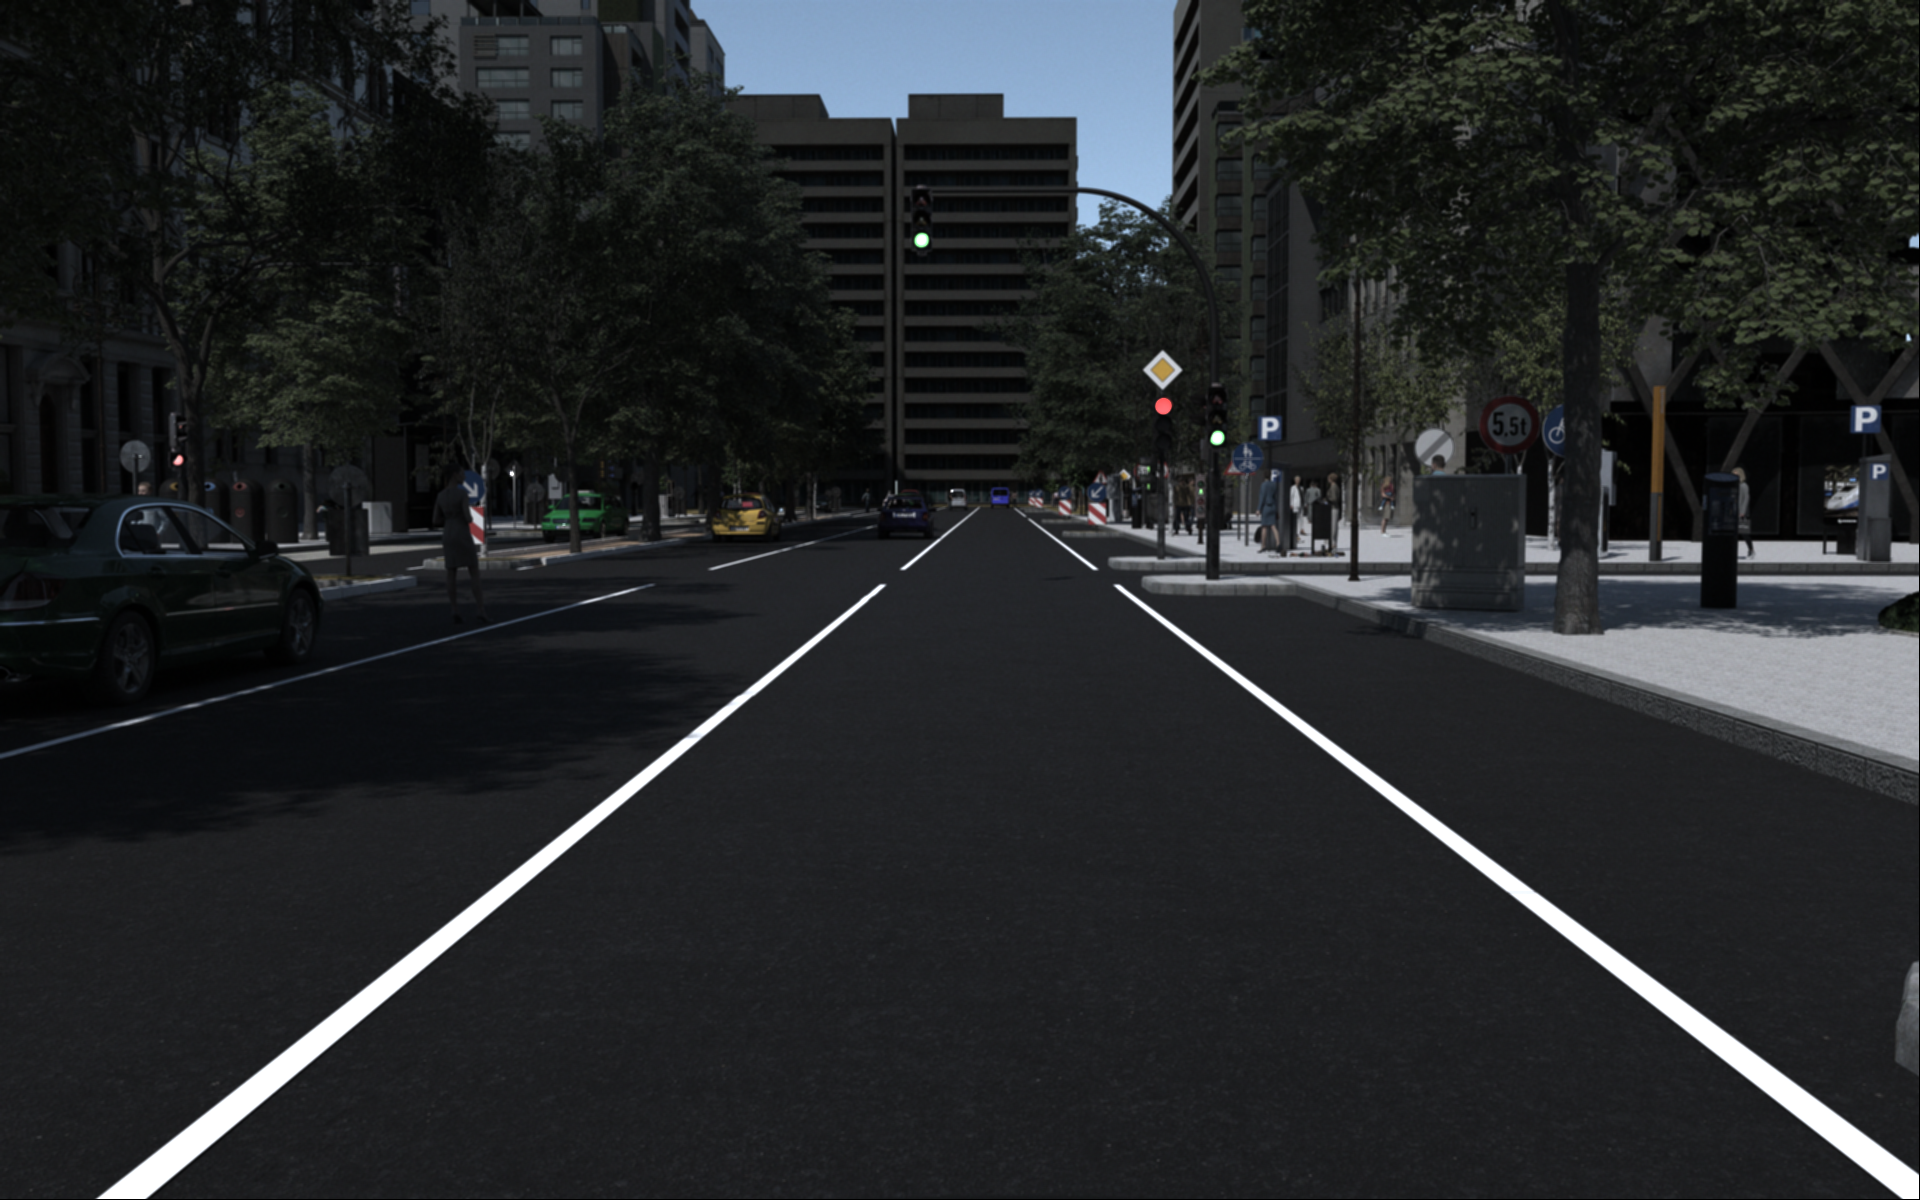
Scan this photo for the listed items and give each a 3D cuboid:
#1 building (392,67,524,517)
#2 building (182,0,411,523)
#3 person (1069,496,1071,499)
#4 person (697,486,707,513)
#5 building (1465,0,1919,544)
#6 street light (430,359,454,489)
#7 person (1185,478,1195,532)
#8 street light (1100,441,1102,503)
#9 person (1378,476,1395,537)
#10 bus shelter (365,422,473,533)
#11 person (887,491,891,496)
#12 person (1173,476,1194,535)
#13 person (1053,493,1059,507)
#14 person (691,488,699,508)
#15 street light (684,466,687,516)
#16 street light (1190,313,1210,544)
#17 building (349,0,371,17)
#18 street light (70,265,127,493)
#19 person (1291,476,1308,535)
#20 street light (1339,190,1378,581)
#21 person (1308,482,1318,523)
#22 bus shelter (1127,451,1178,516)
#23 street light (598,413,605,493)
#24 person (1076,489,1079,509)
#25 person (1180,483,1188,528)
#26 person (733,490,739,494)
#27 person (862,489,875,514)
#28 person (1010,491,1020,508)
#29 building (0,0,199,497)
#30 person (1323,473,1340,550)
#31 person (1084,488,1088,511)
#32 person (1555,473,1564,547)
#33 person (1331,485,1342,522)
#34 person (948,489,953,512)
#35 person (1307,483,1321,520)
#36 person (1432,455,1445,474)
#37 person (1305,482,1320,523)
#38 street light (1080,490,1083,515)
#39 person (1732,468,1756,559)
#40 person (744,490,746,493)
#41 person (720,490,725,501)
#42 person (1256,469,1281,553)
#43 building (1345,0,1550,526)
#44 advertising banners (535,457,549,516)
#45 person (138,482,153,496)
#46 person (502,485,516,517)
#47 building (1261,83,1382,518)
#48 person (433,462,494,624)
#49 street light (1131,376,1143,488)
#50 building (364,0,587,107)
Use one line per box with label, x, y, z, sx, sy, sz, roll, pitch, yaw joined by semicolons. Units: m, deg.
building;-32.941;-16.378;97.453;12.332;23.373;15.834;0;4;1
building;-35.025;-17.726;77.207;14.401;28.519;23.554;0;4;1
person;12.421;-11.090;190.371;0.990;1.755;0.434;0;4;2
person;-16.353;-6.458;111.654;1.348;1.821;0.705;1;4;9
building;25.935;-11.283;51.922;16.811;18.784;16.820;0;4;1
street light;-16.930;-5.149;56.982;0.468;5.910;1.993;0;4;1
person;7.866;-3.252;59.129;0.656;1.842;0.836;1;4;9
street light;7.100;-6.994;87.133;0.468;5.910;1.993;0;4;1
person;12.747;-2.794;51.699;0.573;1.828;0.580;-1;4;-15
bus shelter;-18.474;-4.169;59.444;1.731;3.624;6.357;0;4;1
person;-6.699;-9.635;166.770;0.721;1.736;1.217;2;4;32
person;7.019;-2.964;54.416;0.656;1.842;0.836;-2;4;-31
person;9.571;-10.103;172.172;0.756;1.711;0.436;2;4;35
person;-24.820;-9.632;163.550;1.348;1.821;0.705;-2;4;-34
street light;-16.033;-7.847;101.084;0.468;5.910;1.993;0;4;1
street light;6.181;-4.375;44.317;0.468;5.910;1.993;0;4;1
building;-64.683;-44.347;163.322;20.611;71.187;20.563;0;4;1
street light;-17.390;-3.810;35.075;0.468;5.910;1.993;0;4;1
person;10.471;-2.942;54.028;0.818;1.842;0.514;2;4;32
street light;5.823;-3.219;25.415;0.468;5.910;1.993;0;4;1
person;15.627;-4.308;76.658;0.511;1.800;0.466;-1;4;-16
bus shelter;9.045;-5.357;81.508;2.014;3.302;5.546;0;4;1
street light;-16.453;-6.496;79.000;0.468;5.910;1.993;0;4;1
person;9.796;-8.607;146.401;0.705;1.869;1.348;-1;4;-21
person;8.490;-3.565;65.333;0.522;1.701;0.512;0;4;2
person;-22.523;-10.256;174.538;0.445;1.727;0.742;3;5;43
person;-6.750;-7.238;126.916;0.705;1.814;1.350;3;4;38
person;5.623;-10.362;178.619;1.217;1.736;0.721;-1;4;-20
building;-33.513;-13.808;54.646;11.050;23.489;19.941;0;4;1
person;8.451;-2.010;39.456;0.362;1.759;0.519;2;4;26
person;9.455;-7.601;130.338;0.705;1.822;1.348;0;4;1
person;14.696;-2.186;42.126;0.374;1.781;0.599;-2;4;-32
person;17.024;-4.452;78.748;0.836;1.842;0.656;-2;4;-30
person;-0.778;-8.065;140.370;0.705;1.822;1.348;-1;4;-11
person;17.267;-4.800;84.368;0.795;1.843;0.661;-3;5;-42
person;6.765;-1.147;24.660;0.748;1.841;0.638;-2;4;-31
person;15.507;-4.279;76.108;0.635;1.810;0.391;0;4;-1
street light;7.623;-8.303;108.540;0.468;5.910;1.993;0;4;1
person;15.363;-1.703;34.077;0.728;1.800;0.709;-1;4;-8
person;-21.716;-10.401;175.968;0.599;1.838;0.709;-3;4;-37
person;-23.003;-9.830;167.693;0.756;1.711;0.436;3;5;40
person;6.704;-1.928;37.596;0.581;1.822;0.654;-1;4;-23
building;22.686;-13.187;70.360;10.420;20.320;16.860;0;4;1
advertising banners;-19.807;-5.250;82.027;0.090;3.025;2.074;0;4;3
person;-11.606;-0.883;24.756;0.589;1.601;0.330;1;4;16
person;-25.219;-5.537;96.851;0.678;1.792;0.850;2;4;32
building;25.647;-16.790;93.586;14.314;24.678;30.058;0;4;1
person;-5.523;-0.635;19.228;0.599;1.781;0.374;1;4;22
street light;6.713;-5.684;65.724;0.468;5.910;1.993;0;4;1
building;-39.966;-37.983;163.021;28.212;58.520;21.231;0;4;1
